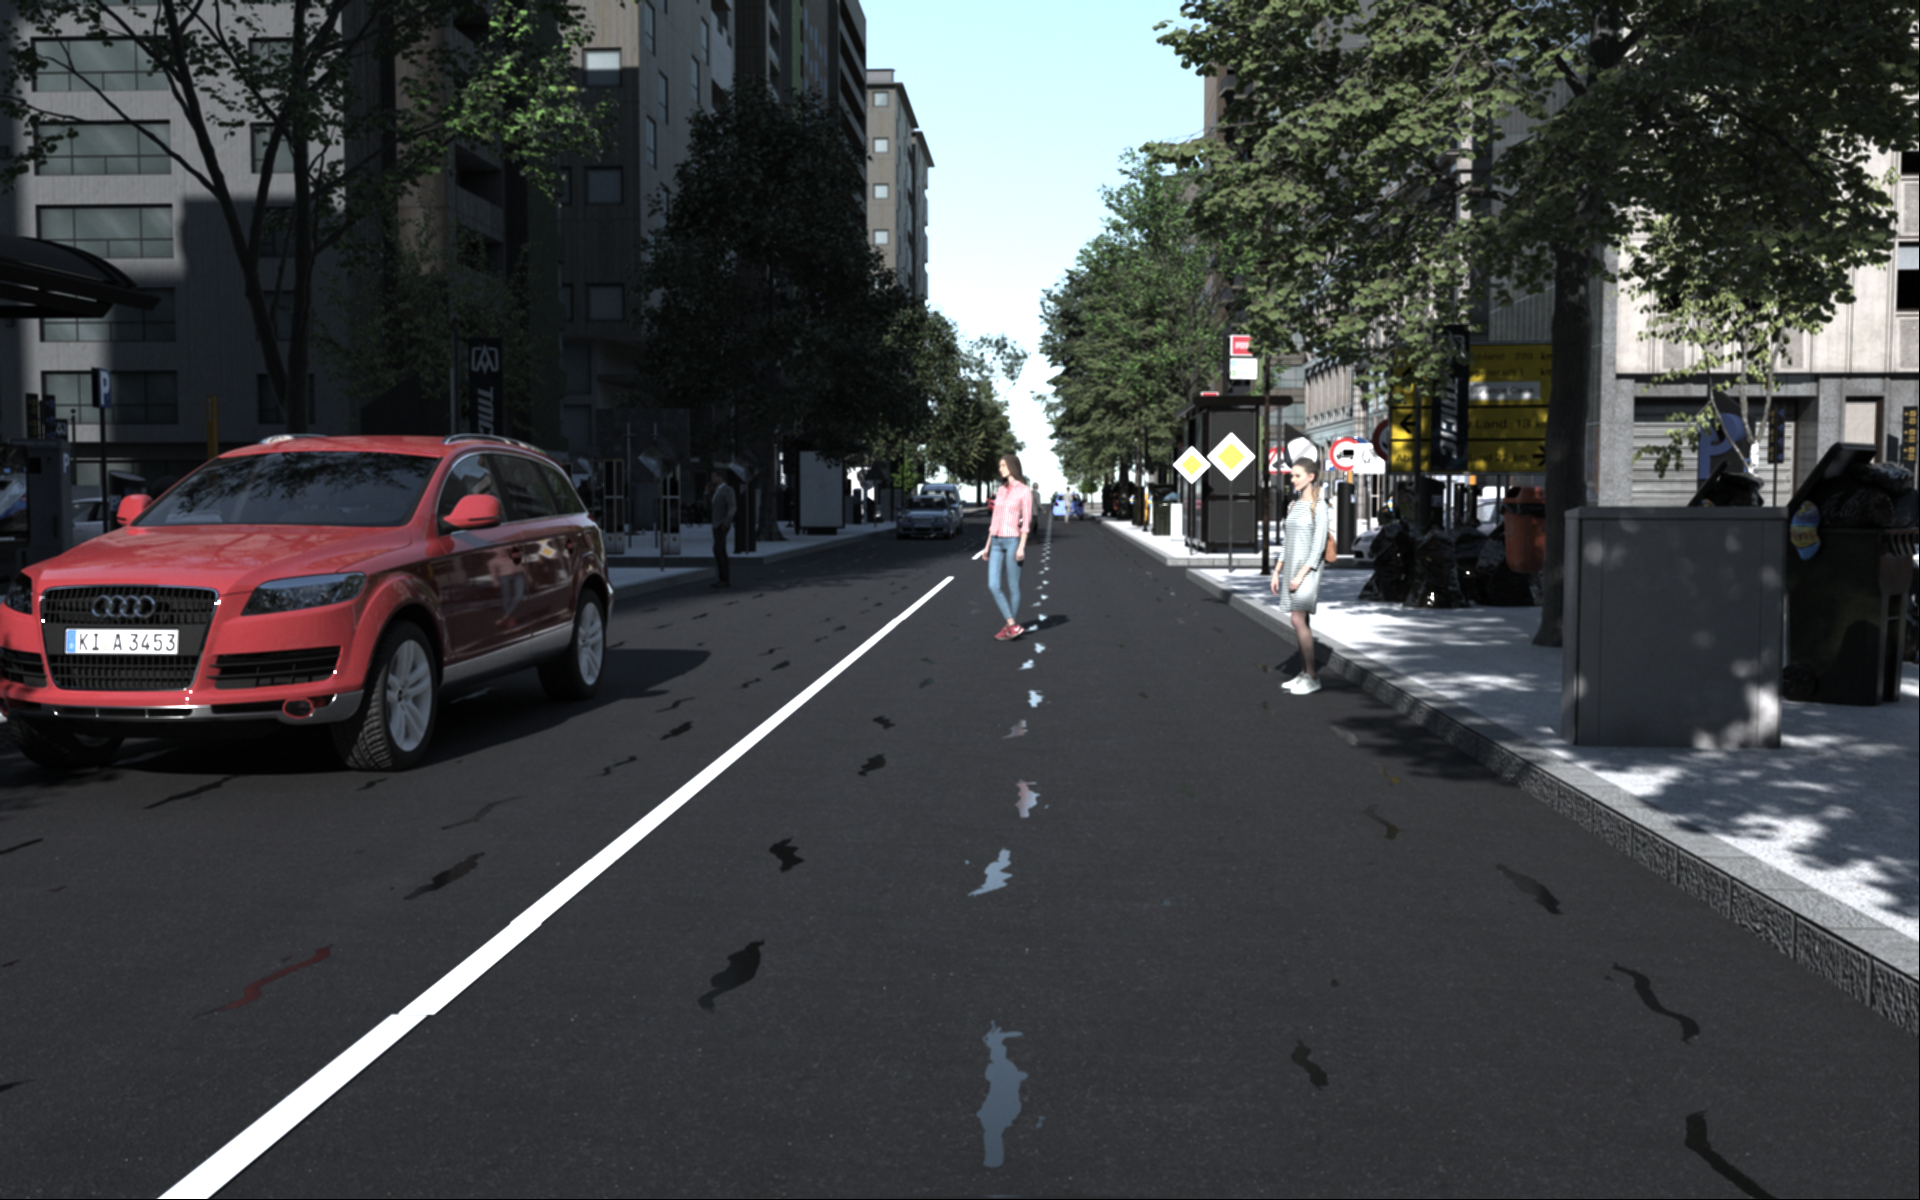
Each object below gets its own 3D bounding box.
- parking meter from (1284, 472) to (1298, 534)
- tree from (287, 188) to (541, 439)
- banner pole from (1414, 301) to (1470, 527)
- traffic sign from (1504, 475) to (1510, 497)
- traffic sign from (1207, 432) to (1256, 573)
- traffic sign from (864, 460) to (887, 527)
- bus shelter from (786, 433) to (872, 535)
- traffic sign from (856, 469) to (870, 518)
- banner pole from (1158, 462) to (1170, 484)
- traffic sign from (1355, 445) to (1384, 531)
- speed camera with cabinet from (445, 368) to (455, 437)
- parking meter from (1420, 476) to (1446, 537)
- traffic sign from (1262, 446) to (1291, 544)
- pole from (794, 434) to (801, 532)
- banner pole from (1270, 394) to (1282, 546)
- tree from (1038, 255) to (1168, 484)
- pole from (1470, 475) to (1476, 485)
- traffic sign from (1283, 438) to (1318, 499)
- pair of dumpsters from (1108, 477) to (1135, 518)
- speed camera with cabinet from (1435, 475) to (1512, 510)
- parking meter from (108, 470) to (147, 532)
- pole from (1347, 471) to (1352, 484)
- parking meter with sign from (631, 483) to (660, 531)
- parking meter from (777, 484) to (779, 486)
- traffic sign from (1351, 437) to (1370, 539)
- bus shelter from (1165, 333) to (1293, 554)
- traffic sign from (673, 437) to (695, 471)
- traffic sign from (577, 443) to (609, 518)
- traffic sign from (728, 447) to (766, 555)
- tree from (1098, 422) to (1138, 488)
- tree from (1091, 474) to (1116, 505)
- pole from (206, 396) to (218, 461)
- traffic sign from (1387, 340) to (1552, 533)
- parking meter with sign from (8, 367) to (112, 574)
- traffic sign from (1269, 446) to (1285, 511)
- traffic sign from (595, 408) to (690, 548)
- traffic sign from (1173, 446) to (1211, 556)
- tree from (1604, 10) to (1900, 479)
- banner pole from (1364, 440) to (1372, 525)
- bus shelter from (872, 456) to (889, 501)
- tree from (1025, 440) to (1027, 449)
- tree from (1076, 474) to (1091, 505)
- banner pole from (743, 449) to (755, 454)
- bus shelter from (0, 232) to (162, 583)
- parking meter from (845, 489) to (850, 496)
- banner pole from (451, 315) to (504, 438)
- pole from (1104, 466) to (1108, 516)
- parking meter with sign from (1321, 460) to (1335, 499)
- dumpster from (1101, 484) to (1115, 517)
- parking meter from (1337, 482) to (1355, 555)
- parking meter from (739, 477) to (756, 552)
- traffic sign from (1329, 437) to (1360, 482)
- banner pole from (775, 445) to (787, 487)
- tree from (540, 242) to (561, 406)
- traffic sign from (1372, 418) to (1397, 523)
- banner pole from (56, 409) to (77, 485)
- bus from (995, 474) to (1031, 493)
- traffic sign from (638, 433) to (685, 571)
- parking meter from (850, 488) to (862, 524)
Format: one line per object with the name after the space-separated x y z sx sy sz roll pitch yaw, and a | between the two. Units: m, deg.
8.094 -2.227 42.117 0.399 1.863 0.255 -1 4 -23 | parking meter
-13.413 -5.561 41.288 4.737 8.622 4.395 0 3 0 | tree
6.202 -1.990 22.551 0.863 3.779 0.401 1 4 16 | banner pole
8.334 -1.607 26.388 0.768 2.556 0.104 0 4 6 | traffic sign
4.395 -1.498 28.133 0.795 2.450 0.064 0 4 3 | traffic sign
-3.252 -4.064 66.454 0.884 2.594 0.081 0 4 8 | traffic sign
-4.259 -3.833 56.596 2.014 3.302 5.546 0 4 3 | bus shelter
-4.815 -5.301 86.777 0.768 2.556 0.104 0 4 6 | traffic sign
10.984 -6.276 92.625 0.863 3.779 0.401 1 4 16 | banner pole
8.337 -2.031 35.329 0.606 2.300 0.079 1 4 13 | traffic sign
-7.404 -1.979 26.688 0.660 3.252 2.038 -2 4 -30 | speed camera with cabinet
6.737 -1.000 24.753 0.372 1.533 0.369 0 3 0 | parking meter
8.220 -2.729 44.615 0.884 2.594 0.081 0 4 8 | traffic sign
-5.520 -3.974 58.812 0.158 3.312 0.155 0 3 0 | pole
8.016 -3.269 43.470 0.401 3.779 0.863 1 4 16 | banner pole
12.624 -16.762 129.950 12.611 20.169 13.585 0 3 0 | tree
15.513 -3.580 52.373 0.158 3.312 0.155 0 3 0 | pole
7.742 -2.405 39.428 0.768 2.556 0.104 1 4 12 | traffic sign
8.981 -5.674 95.256 1.574 2.255 4.437 0 4 3 | pair of dumpsters
11.781 -2.730 38.976 2.038 3.252 0.660 2 4 28 | speed camera with cabinet
-8.828 -0.611 18.402 0.372 1.533 0.369 0 3 0 | parking meter
15.165 -4.501 67.442 0.158 3.312 0.155 0 3 0 | pole
-11.040 -3.920 60.346 1.738 3.016 0.543 -3 4 -37 | parking meter with sign
-9.825 -5.351 93.198 0.399 1.863 0.255 0 4 -1 | parking meter
8.904 -2.376 38.960 0.768 2.556 0.104 1 4 12 | traffic sign
6.268 -3.883 41.113 2.179 5.291 8.768 0 4 3 | bus shelter
-6.468 -2.420 39.566 0.884 2.594 0.081 1 4 13 | traffic sign
-8.250 -2.312 38.981 0.795 2.450 0.064 1 4 12 | traffic sign
-4.506 -2.017 36.627 0.795 2.450 0.064 0 4 3 | traffic sign
10.733 -10.191 116.980 4.737 8.622 4.395 0 3 0 | tree
12.102 -8.995 141.669 1.663 3.219 1.824 0 3 0 | tree
-15.556 -2.584 36.097 0.158 3.312 0.155 0 3 0 | pole
6.886 -1.793 23.189 2.265 3.308 0.079 1 4 11 | traffic sign
-12.731 -1.696 23.984 1.738 3.016 0.543 -1 4 -9 | parking meter with sign
8.459 -2.811 46.061 0.768 2.556 0.104 1 4 10 | traffic sign
-7.547 -2.893 41.170 2.265 3.308 0.079 0 4 4 | traffic sign
4.824 -1.986 36.107 0.795 2.450 0.064 0 4 3 | traffic sign
11.655 -4.594 25.471 4.737 8.622 4.395 0 3 0 | tree
16.876 -4.958 71.085 0.863 3.779 0.401 -2 4 -35 | banner pole
-4.937 -5.873 89.954 2.014 3.302 5.546 0 4 3 | bus shelter
3.336 -17.600 204.769 9.611 12.733 9.660 0 3 0 | tree
11.619 -9.815 155.083 1.663 3.219 1.824 0 3 0 | tree
-10.785 -6.003 88.174 0.863 3.779 0.401 1 4 15 | banner pole
-7.582 -1.063 11.305 2.014 3.302 5.546 0 4 3 | bus shelter
-5.153 -4.329 79.196 0.372 1.533 0.369 0 3 0 | parking meter
-6.816 -2.100 24.346 0.863 3.779 0.401 -1 4 -12 | banner pole
8.526 -6.563 101.146 0.158 3.312 0.155 0 3 0 | pole
18.834 -5.709 89.608 0.543 3.016 1.738 0 4 -6 | parking meter with sign
8.728 -5.712 99.152 1.264 1.857 1.865 0 4 3 | dumpster
8.124 -1.715 36.450 0.372 1.533 0.369 0 3 0 | parking meter
-4.757 -2.003 38.455 0.399 1.863 0.255 1 4 20 | parking meter
8.601 -2.357 38.636 0.768 2.556 0.104 0 4 6 | traffic sign
-9.046 -5.942 87.173 0.863 3.779 0.401 1 4 19 | banner pole
-12.720 -5.912 47.026 4.737 8.622 4.395 0 3 0 | tree
7.199 -1.748 28.679 0.768 2.556 0.104 1 4 11 | traffic sign
-26.222 -3.720 50.839 0.863 3.779 0.401 -3 5 -45 | banner pole
4.949 -9.938 157.349 2.948 3.499 13.247 0 4 4 | bus
-4.935 -1.530 28.653 0.795 2.450 0.064 0 4 3 | traffic sign
-4.352 -3.978 73.449 0.372 1.533 0.369 0 3 0 | parking meter
